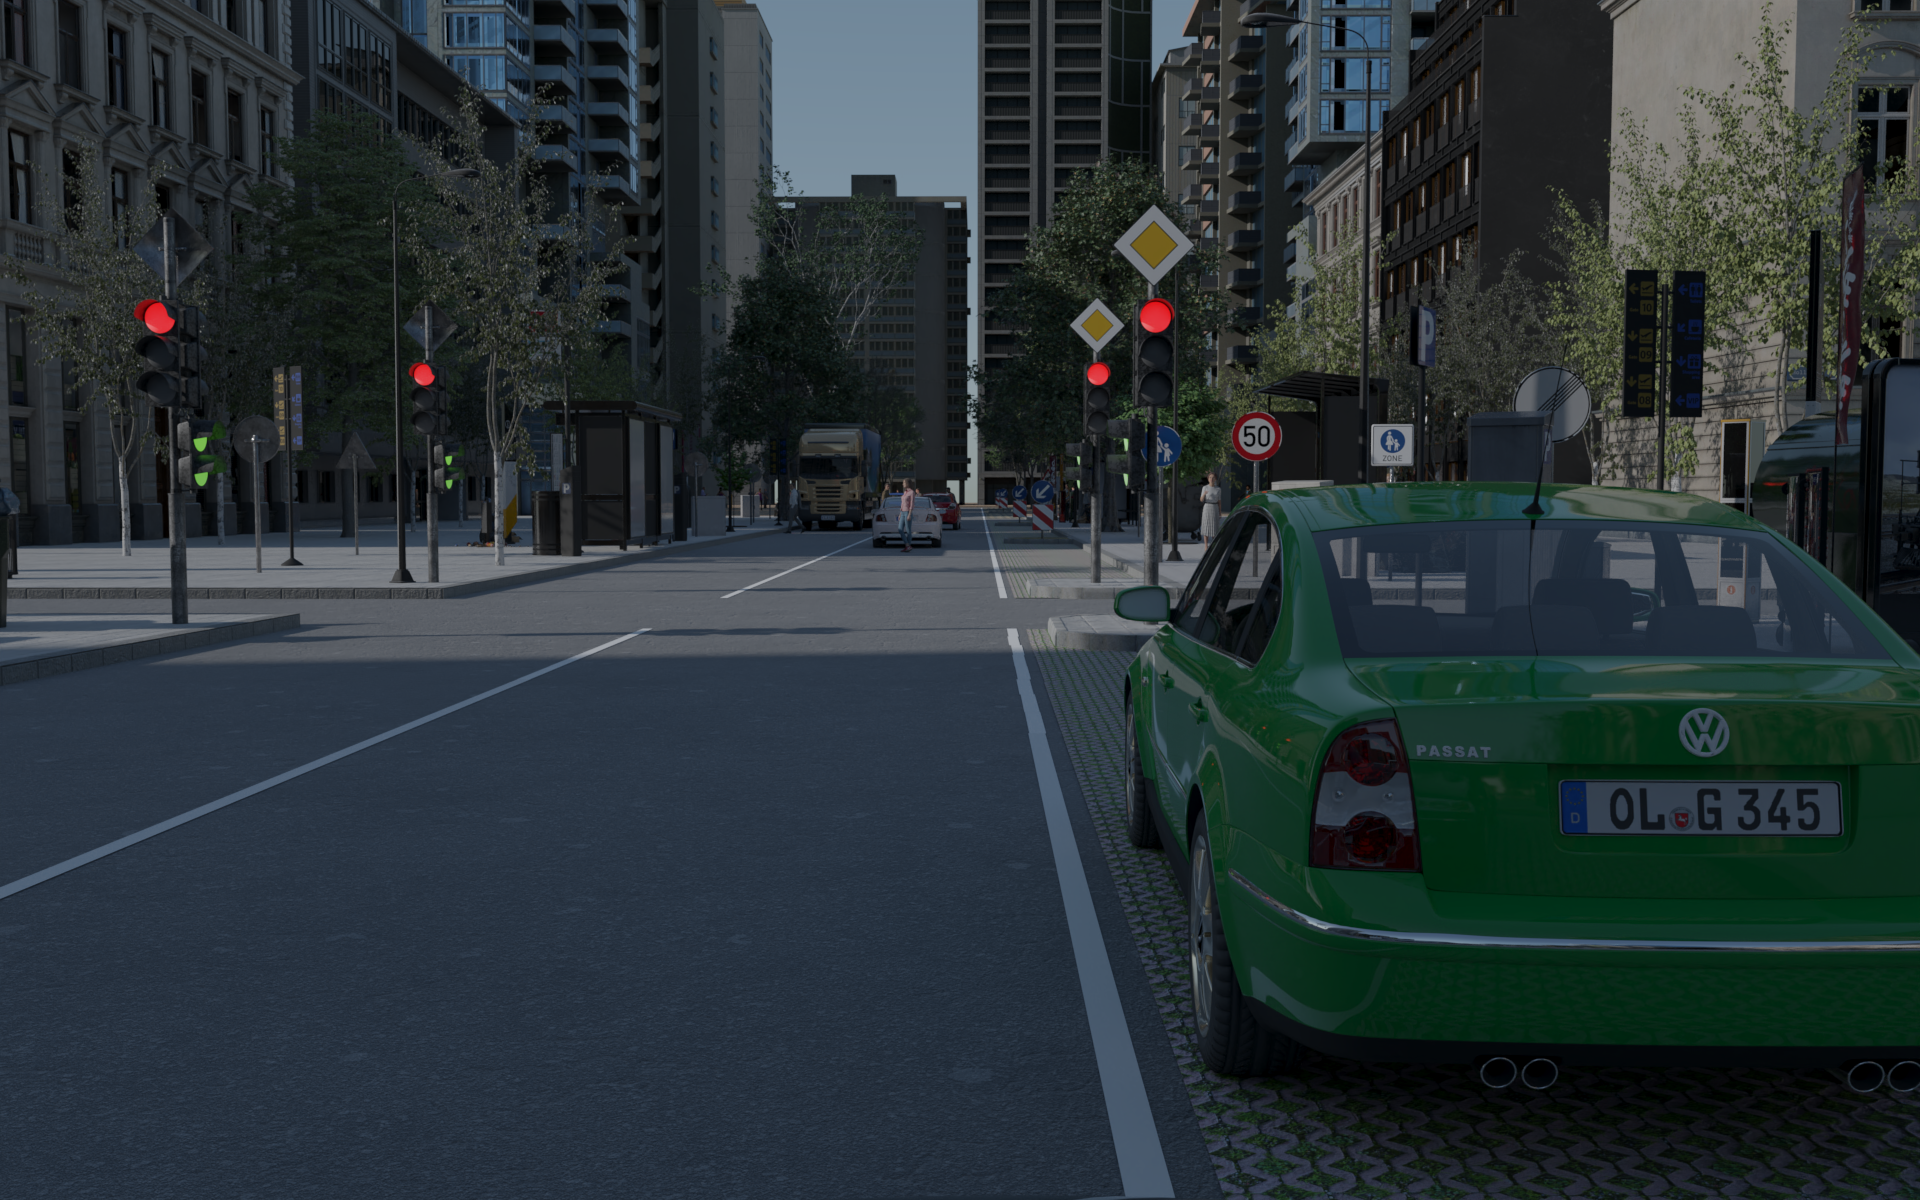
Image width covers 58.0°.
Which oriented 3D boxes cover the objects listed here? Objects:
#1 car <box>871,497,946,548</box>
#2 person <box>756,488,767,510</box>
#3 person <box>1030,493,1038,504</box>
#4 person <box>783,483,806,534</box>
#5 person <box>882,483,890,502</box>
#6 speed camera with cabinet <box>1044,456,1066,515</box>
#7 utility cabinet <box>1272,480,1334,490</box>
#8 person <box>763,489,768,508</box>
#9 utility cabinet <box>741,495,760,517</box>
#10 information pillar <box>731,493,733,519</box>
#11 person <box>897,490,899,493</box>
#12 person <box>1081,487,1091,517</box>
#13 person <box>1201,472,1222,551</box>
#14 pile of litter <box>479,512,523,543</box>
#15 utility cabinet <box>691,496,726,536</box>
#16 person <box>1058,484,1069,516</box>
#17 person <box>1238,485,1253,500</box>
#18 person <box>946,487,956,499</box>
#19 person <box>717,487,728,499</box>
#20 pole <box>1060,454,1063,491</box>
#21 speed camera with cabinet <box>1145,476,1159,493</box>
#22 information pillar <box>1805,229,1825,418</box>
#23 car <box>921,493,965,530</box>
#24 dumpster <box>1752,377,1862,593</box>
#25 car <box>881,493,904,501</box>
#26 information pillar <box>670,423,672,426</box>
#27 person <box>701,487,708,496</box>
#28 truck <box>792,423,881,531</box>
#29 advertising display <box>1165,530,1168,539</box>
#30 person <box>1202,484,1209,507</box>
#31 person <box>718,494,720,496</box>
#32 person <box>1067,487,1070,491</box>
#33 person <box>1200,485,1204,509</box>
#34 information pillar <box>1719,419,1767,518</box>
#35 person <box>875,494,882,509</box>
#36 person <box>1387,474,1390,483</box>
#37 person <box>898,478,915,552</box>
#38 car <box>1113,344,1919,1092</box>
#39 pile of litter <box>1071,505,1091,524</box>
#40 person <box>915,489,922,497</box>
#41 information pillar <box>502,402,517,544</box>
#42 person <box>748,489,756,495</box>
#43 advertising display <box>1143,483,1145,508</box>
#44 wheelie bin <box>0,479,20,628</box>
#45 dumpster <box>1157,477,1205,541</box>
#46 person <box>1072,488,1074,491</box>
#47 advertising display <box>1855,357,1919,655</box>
[{"bbox_3d":[-1.426,-2.159,47.669,2.083,1.381,4.827,0,4,0],"label":"car"},{"bbox_3d":[-15.663,-7.908,136.020,1.217,1.739,0.721,-2,4,-29],"label":"person"},{"bbox_3d":[6.540,-8.758,152.471,0.697,1.427,0.421,1,4,10],"label":"person"},{"bbox_3d":[-6.019,-3.326,62.978,0.850,1.850,0.679,0,4,-5],"label":"person"},{"bbox_3d":[-2.775,-3.405,64.076,0.836,1.842,0.656,-2,4,-30],"label":"person"},{"bbox_3d":[4.876,-5.867,90.264,0.660,3.252,2.038,2,4,27],"label":"speed camera with cabinet"},{"bbox_3d":[5.557,-1.195,28.214,0.318,1.500,1.173,-2,4,-30],"label":"utility cabinet"},{"bbox_3d":[-17.316,-9.053,154.613,0.434,1.755,0.990,1,4,15],"label":"person"},{"bbox_3d":[-11.607,-5.180,95.854,1.020,1.237,0.306,-2,4,-27],"label":"utility cabinet"},{"bbox_3d":[-11.919,-6.029,89.926,0.183,3.616,0.504,-1,4,-18],"label":"information pillar"},{"bbox_3d":[-6.274,-10.329,175.834,0.541,1.710,0.530,-1,4,-12],"label":"person"},{"bbox_3d":[6.005,-4.629,81.914,0.728,1.800,0.709,0,4,4],"label":"person"},{"bbox_3d":[5.472,-1.898,37.649,0.480,1.755,0.524,-1,4,-10],"label":"person"},{"bbox_3d":[-12.161,-1.959,45.998,1.176,0.858,1.719,1,4,14],"label":"pile of litter"},{"bbox_3d":[-7.722,-2.571,53.191,1.020,1.237,0.306,-1,4,-18],"label":"utility cabinet"},{"bbox_3d":[5.909,-5.619,97.832,0.836,1.842,0.656,1,4,21],"label":"person"},{"bbox_3d":[18.051,-6.295,108.602,1.348,1.869,0.705,3,5,45],"label":"person"},{"bbox_3d":[-0.498,-4.790,87.156,0.623,1.781,0.721,1,4,11],"label":"person"},{"bbox_3d":[-15.630,-6.548,113.779,1.217,1.739,0.721,3,5,43],"label":"person"},{"bbox_3d":[5.169,-5.772,88.217,0.158,3.312,0.155,0,3,0],"label":"pole"},{"bbox_3d":[8.722,-4.883,74.175,0.660,3.252,2.038,-2,4,-29],"label":"speed camera with cabinet"},{"bbox_3d":[7.691,-1.485,15.631,0.183,3.616,0.504,2,4,31],"label":"information pillar"},{"bbox_3d":[-0.895,-3.725,69.946,2.155,1.783,4.494,0,4,2],"label":"car"},{"bbox_3d":[7.405,-0.681,13.629,1.502,2.255,1.985,0,4,1],"label":"dumpster"},{"bbox_3d":[-4.104,-6.245,111.696,1.945,1.707,3.694,0,3,0],"label":"car"},{"bbox_3d":[-9.533,-4.029,57.222,0.183,3.616,0.504,0,4,-2],"label":"information pillar"},{"bbox_3d":[-19.795,-7.857,134.369,0.599,1.838,0.709,0,4,-2],"label":"person"},{"bbox_3d":[-4.874,-5.012,70.862,2.839,4.237,11.283,0,4,2],"label":"truck"},{"bbox_3d":[5.976,-2.714,49.584,0.123,1.923,0.974,1,4,15],"label":"advertising display"},{"bbox_3d":[12.604,-5.020,88.242,0.709,1.813,0.853,0,4,2],"label":"person"},{"bbox_3d":[-18.072,-7.539,130.115,0.445,1.727,0.742,-1,4,-23],"label":"person"},{"bbox_3d":[7.984,-7.427,127.430,0.705,1.831,1.348,3,5,43],"label":"person"},{"bbox_3d":[12.997,-5.335,93.629,0.624,1.780,0.694,-2,4,-34],"label":"person"},{"bbox_3d":[7.732,-0.774,17.147,0.304,2.012,0.304,-3,4,-36],"label":"information pillar"},{"bbox_3d":[-6.774,-8.489,144.464,0.705,1.869,1.348,1,4,16],"label":"person"},{"bbox_3d":[10.483,-2.185,42.117,0.624,1.780,0.694,0,4,-3],"label":"person"},{"bbox_3d":[-1.328,-2.087,42.639,0.388,1.821,0.555,-3,5,-42],"label":"person"},{"bbox_3d":[1.516,0.195,5.612,1.959,1.807,4.718,0,4,2],"label":"car"},{"bbox_3d":[5.430,-3.768,75.579,1.176,0.858,1.719,1,4,12],"label":"pile of litter"},{"bbox_3d":[-2.580,-5.645,101.323,0.750,1.759,0.617,-1,4,-20],"label":"person"},{"bbox_3d":[-11.535,-3.240,44.322,0.183,3.616,0.504,1,4,22],"label":"information pillar"},{"bbox_3d":[-16.126,-7.783,134.102,0.445,1.727,0.742,2,4,32],"label":"person"},{"bbox_3d":[9.662,-5.115,88.840,0.123,1.923,0.974,-2,4,-23],"label":"advertising display"},{"bbox_3d":[-9.474,-0.528,16.549,0.693,1.594,0.980,3,5,39],"label":"wheelie bin"},{"bbox_3d":[6.072,-2.574,47.843,1.264,1.857,1.865,0,4,1],"label":"dumpster"},{"bbox_3d":[7.047,-6.290,109.333,0.683,1.767,0.568,-3,5,-45],"label":"person"},{"bbox_3d":[4.782,-0.194,8.384,0.974,1.923,0.123,-1,4,-16],"label":"advertising display"}]
